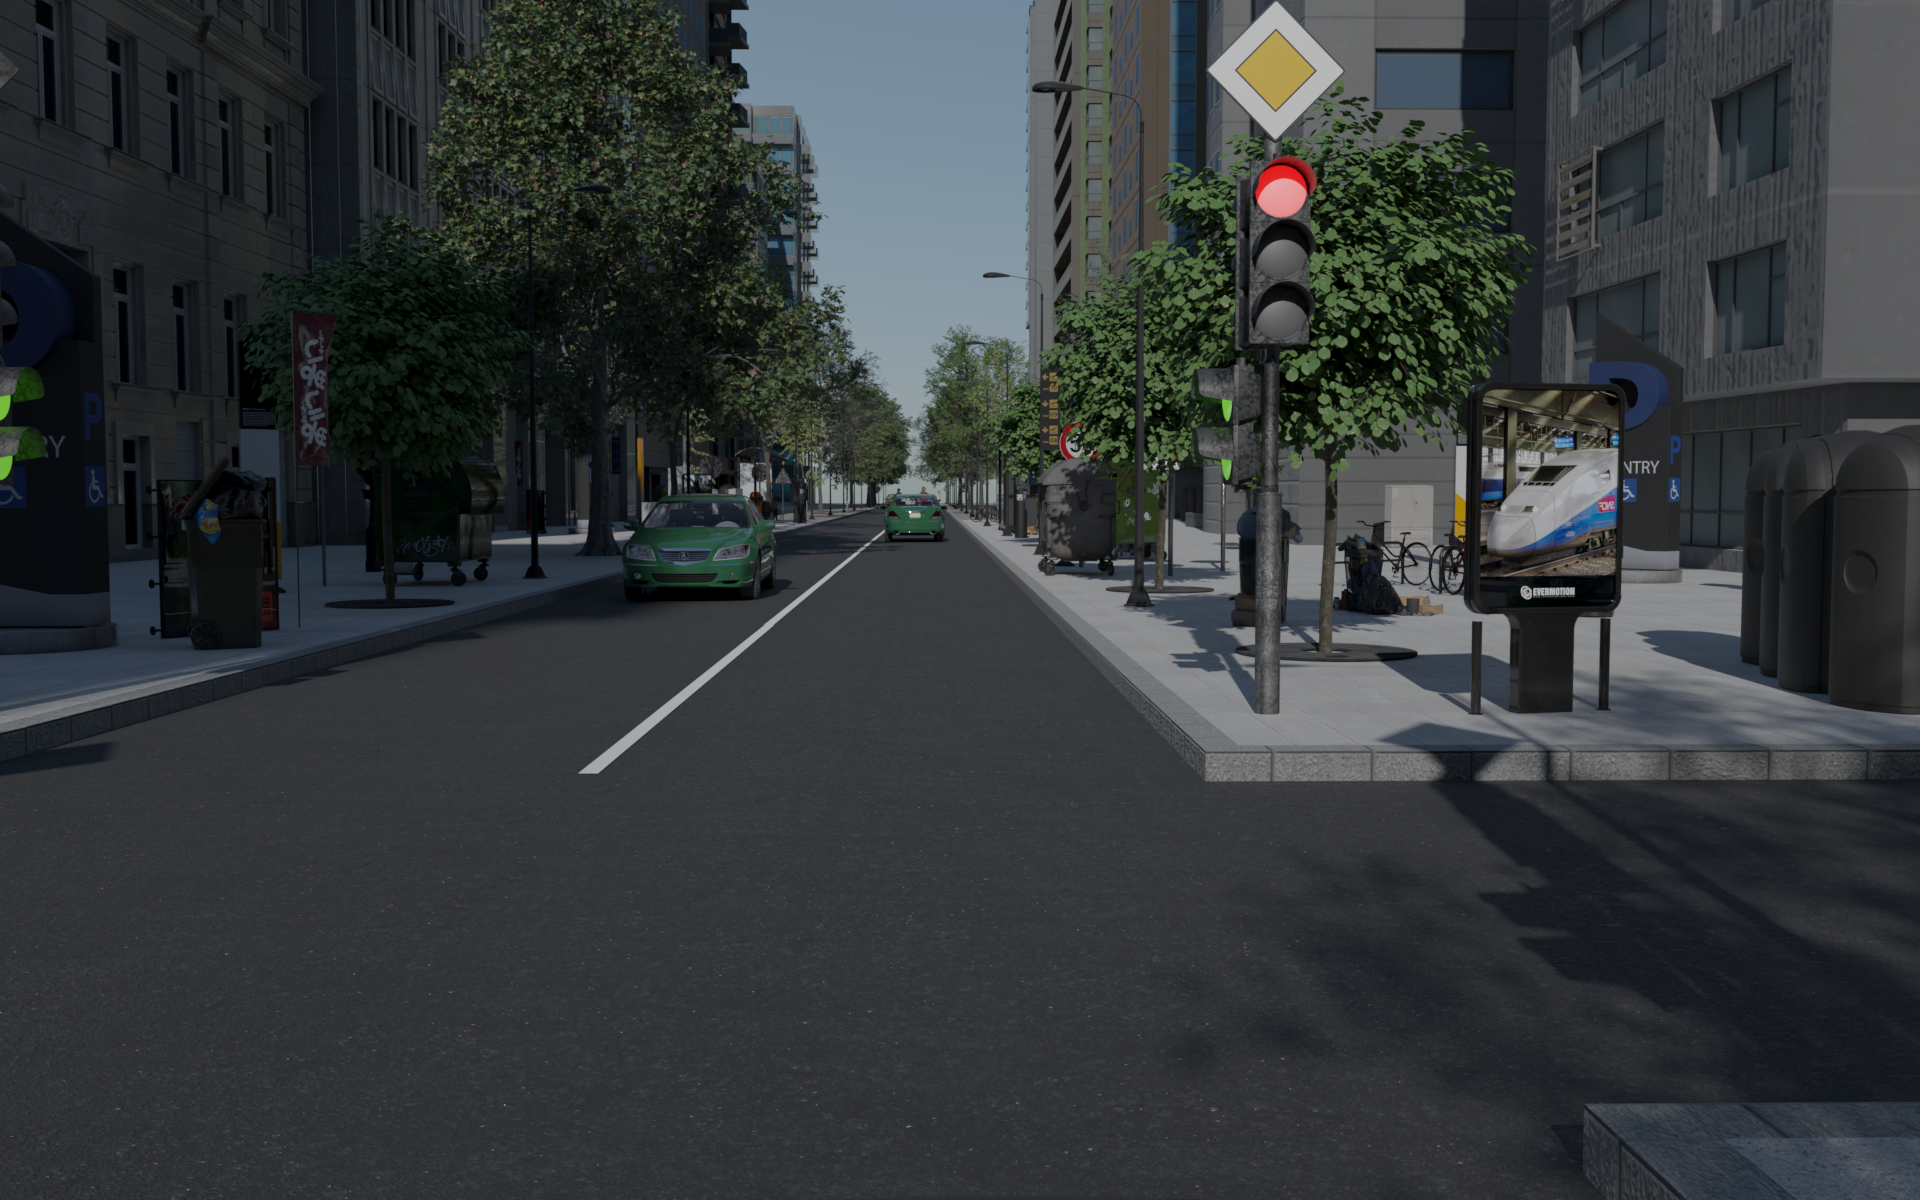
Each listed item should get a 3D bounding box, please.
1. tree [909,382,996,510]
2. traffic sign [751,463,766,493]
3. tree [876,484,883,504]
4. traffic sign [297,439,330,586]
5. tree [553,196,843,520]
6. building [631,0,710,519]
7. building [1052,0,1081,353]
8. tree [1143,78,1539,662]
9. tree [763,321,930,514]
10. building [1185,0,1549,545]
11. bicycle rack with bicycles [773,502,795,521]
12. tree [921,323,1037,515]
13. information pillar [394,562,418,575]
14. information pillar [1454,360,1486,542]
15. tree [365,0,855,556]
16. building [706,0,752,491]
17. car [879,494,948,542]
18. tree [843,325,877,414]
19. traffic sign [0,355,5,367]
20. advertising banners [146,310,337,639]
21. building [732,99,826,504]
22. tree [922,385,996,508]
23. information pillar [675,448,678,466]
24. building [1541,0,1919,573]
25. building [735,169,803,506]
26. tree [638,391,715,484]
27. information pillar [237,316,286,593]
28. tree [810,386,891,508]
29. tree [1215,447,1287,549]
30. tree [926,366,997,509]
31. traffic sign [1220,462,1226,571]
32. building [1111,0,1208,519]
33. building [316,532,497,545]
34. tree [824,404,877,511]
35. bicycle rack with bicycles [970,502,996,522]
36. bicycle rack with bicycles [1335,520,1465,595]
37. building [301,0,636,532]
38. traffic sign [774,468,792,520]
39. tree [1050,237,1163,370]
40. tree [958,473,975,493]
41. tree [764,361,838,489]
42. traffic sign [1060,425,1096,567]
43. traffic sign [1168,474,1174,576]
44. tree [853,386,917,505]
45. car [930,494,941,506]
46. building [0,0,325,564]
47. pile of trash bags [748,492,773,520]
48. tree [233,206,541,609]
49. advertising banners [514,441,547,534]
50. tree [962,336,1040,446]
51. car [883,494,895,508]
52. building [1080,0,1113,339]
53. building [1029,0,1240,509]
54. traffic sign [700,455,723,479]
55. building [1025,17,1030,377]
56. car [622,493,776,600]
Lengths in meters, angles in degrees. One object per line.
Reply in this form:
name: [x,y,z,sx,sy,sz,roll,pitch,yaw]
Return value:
tree: [0.479,-12.416,137.410,8.767,10.594,7.601,-1,4,-19]
traffic sign: [-8.304,-4.389,71.860,0.768,2.556,0.104,1,4,9]
tree: [-11.226,-14.346,229.153,1.663,3.219,1.824,0,3,0]
traffic sign: [-8.854,-1.400,24.068,0.795,2.450,0.064,0,4,7]
tree: [-8.079,-7.037,49.470,8.767,10.594,7.601,0,3,0]
building: [-23.247,-27.866,105.723,14.600,45.320,14.200,0,4,-1]
building: [18.997,-31.714,142.233,21.300,48.544,21.600,0,4,-1]
tree: [2.867,-1.835,13.722,4.285,4.588,4.351,0,3,0]
tree: [-9.086,-12.312,111.669,12.009,13.543,11.850,0,3,0]
building: [18.717,-31.421,55.728,21.231,58.520,28.212,0,4,-1]
bicycle rack with bicycles: [-8.520,-4.254,82.928,2.852,0.926,2.925,0,4,-6]
tree: [1.189,-11.043,106.314,9.928,11.665,9.643,0,3,0]
information pillar: [-8.791,-1.404,27.451,0.304,2.012,0.304,0,4,0]
information pillar: [8.816,-2.357,29.891,0.504,3.616,0.183,1,4,11]
tree: [-7.457,-7.274,35.936,9.611,12.733,9.660,0,3,0]
building: [-27.297,-28.937,127.752,22.147,44.769,28.867,0,4,-1]
car: [-1.419,-2.534,53.231,2.131,1.459,4.920,0,4,-2]
tree: [-7.176,-8.050,66.030,8.767,10.594,7.601,0,4,7]
traffic sign: [-7.764,-0.816,13.444,0.768,2.556,0.104,0,4,3]
advertising banners: [-6.583,-1.215,16.051,0.090,3.025,2.074,2,4,30]
building: [-29.118,-36.445,215.487,23.786,49.044,30.456,0,4,-1]
tree: [0.120,-15.373,168.354,9.611,12.733,9.660,0,3,0]
information pillar: [-13.890,-5.715,84.802,0.183,3.616,0.504,-1,4,-17]
building: [18.652,-21.003,26.996,14.086,41.232,14.154,0,4,-1]
building: [-33.653,-30.324,187.679,32.217,40.220,23.993,0,4,-1]
tree: [-12.373,-7.684,75.995,4.737,8.622,4.395,0,3,0]
information pillar: [-8.974,-1.888,22.219,0.504,3.616,0.183,-3,4,-39]
tree: [-10.021,-14.657,157.767,7.486,12.596,7.792,0,3,0]
tree: [6.713,-2.797,40.340,1.663,3.219,1.824,0,3,0]
tree: [0.443,-14.283,151.658,7.486,12.596,7.792,0,3,0]
traffic sign: [4.377,-1.753,28.760,0.768,2.556,0.104,0,4,3]
building: [16.067,-27.275,96.054,14.600,45.320,14.200,0,4,-1]
building: [-20.993,-14.329,52.294,12.078,24.808,19.932,0,4,-1]
tree: [-8.372,-10.952,129.434,4.360,8.622,3.978,0,3,0]
bicycle rack with bicycles: [2.166,-4.047,79.558,2.925,0.926,2.852,1,4,17]
bicycle rack with bicycles: [6.449,-0.616,23.452,2.925,0.926,2.852,-3,5,-40]
building: [-21.364,-15.545,72.185,12.078,24.808,19.932,0,4,-1]
traffic sign: [-8.737,-5.226,85.443,0.884,2.594,0.081,0,4,6]
tree: [4.628,-5.998,48.434,4.360,8.622,3.978,0,3,0]
tree: [0.767,-10.024,158.492,1.663,3.219,1.824,0,3,0]
tree: [-8.349,-8.663,92.002,4.737,8.622,4.395,0,3,0]
traffic sign: [2.119,-1.842,30.224,0.768,2.556,0.104,0,4,5]
traffic sign: [3.298,-1.650,27.083,0.768,2.556,0.104,0,4,7]
tree: [-10.318,-18.570,210.267,9.857,13.997,8.962,0,3,0]
car: [-2.362,-6.846,123.929,2.014,1.417,4.499,0,4,0]
building: [-21.308,-14.218,29.731,12.463,27.353,25.104,0,4,-1]
pile of trash bags: [-7.712,-3.242,62.766,1.912,1.369,3.447,-1,4,-21]
tree: [-6.526,-2.217,19.955,4.285,4.588,4.351,0,3,0]
advertising banners: [-13.959,-3.673,56.239,0.090,3.025,2.074,-3,5,-41]
tree: [2.313,-8.032,81.680,4.737,8.622,4.395,0,3,0]
car: [-6.542,-9.850,171.278,2.015,1.641,3.980,0,4,0]
building: [15.510,-26.972,124.583,14.154,41.232,14.086,0,4,-1]
building: [18.422,-40.144,198.355,21.231,58.520,28.212,0,4,-1]
traffic sign: [-8.206,-3.485,57.082,0.768,2.556,0.104,0,4,4]
building: [17.523,-55.940,227.292,22.319,86.520,31.000,0,4,-1]
car: [-3.687,-0.808,25.010,2.131,1.459,4.920,0,4,-2]
